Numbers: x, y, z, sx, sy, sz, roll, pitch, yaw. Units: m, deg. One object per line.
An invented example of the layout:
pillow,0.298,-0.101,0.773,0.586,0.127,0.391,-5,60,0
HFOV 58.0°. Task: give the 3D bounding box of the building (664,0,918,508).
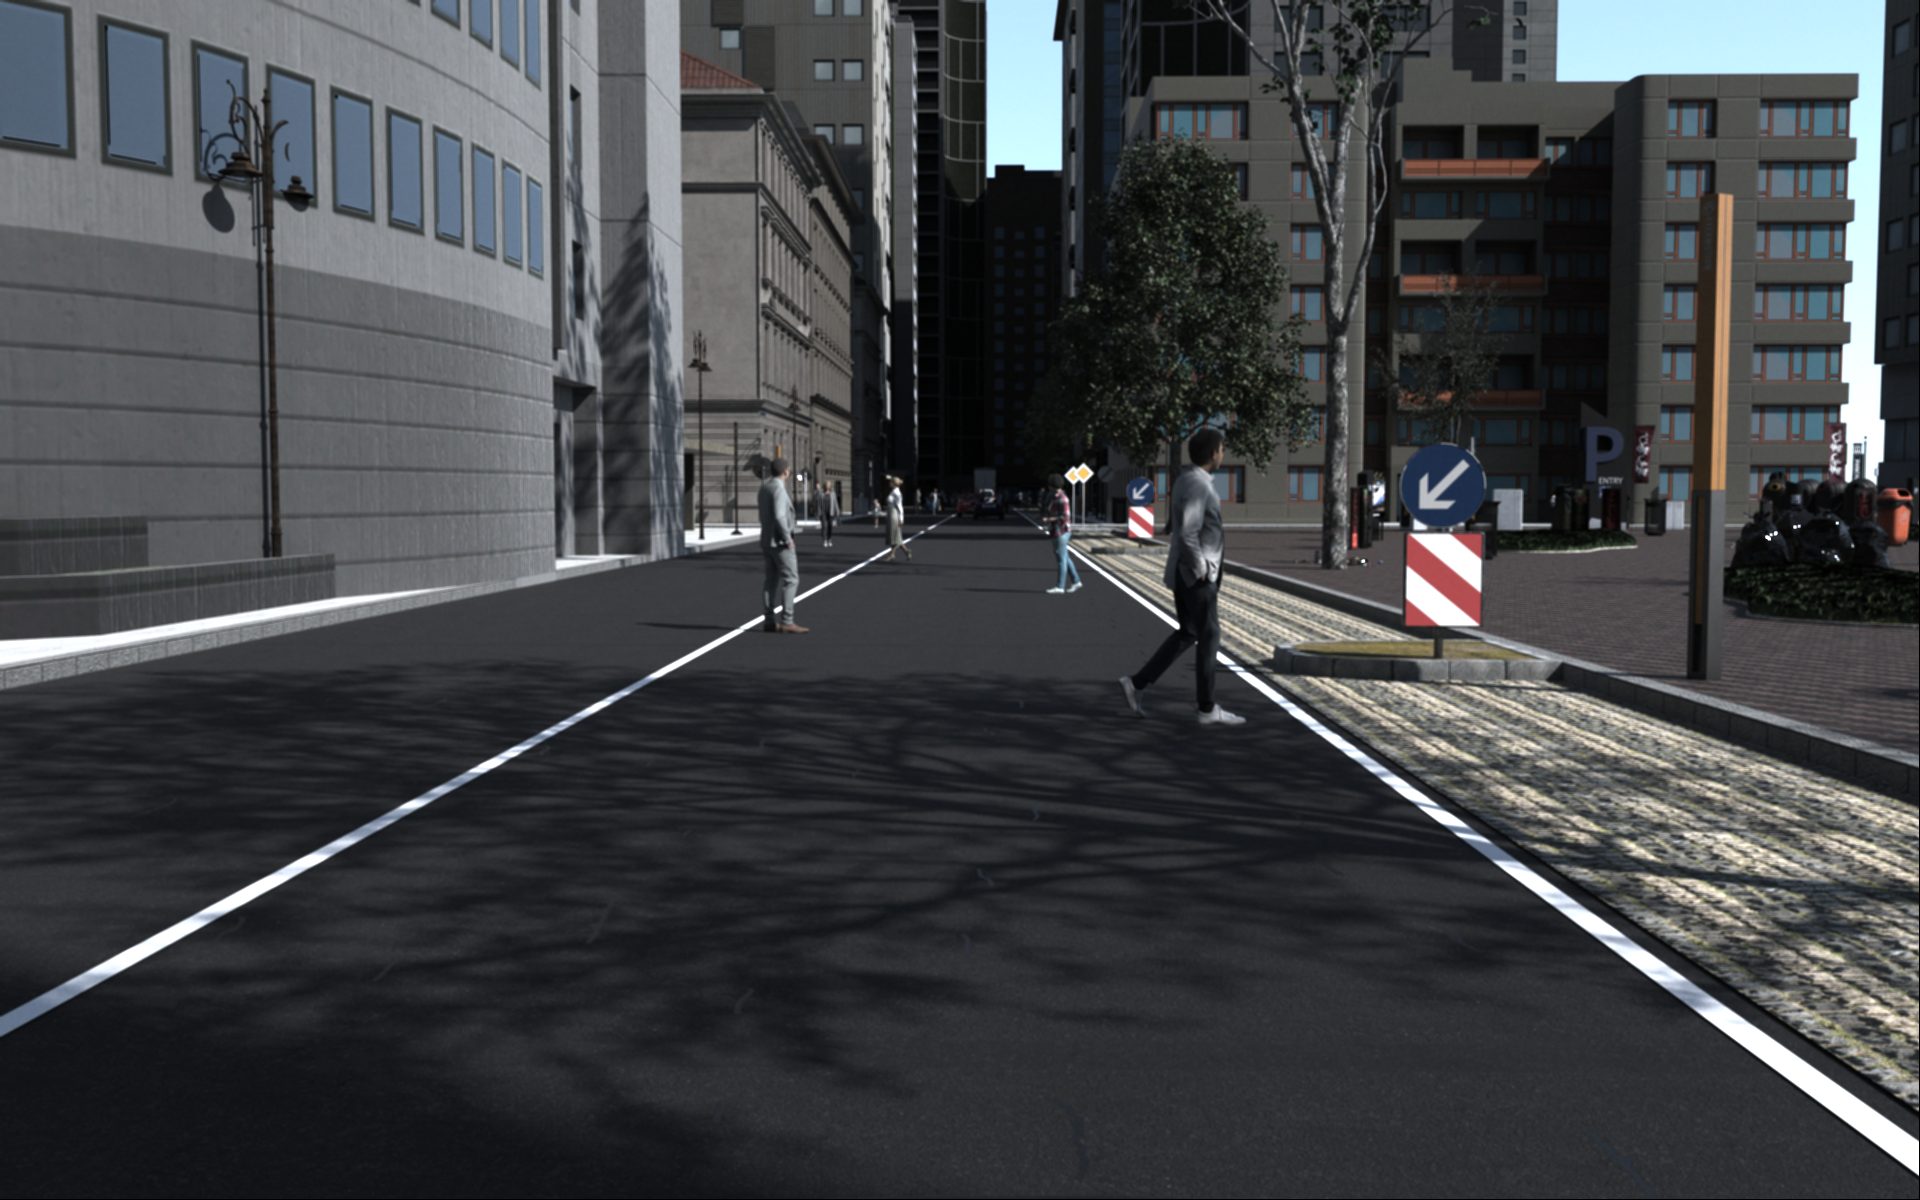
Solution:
building,-19.426,-40.916,210.979,28.212,58.520,21.231,0,4,1

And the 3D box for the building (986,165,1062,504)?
building,10.754,-35.974,238.291,14.200,45.320,14.600,0,4,1

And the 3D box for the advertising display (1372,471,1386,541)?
advertising display,11.395,-2.589,47.550,0.123,1.923,0.974,3,5,41

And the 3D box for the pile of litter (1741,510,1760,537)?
pile of litter,23.491,-2.224,50.331,1.719,0.858,1.176,0,4,2

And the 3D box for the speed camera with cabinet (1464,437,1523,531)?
speed camera with cabinet,18.478,-4.026,60.159,2.038,3.252,0.660,1,4,20

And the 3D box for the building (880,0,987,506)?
building,-6.593,-49.077,240.665,20.611,71.187,20.563,0,4,1

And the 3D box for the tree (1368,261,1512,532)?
tree,15.419,-6.396,54.943,4.360,8.622,3.978,0,3,0

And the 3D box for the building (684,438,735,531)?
building,-22.868,-24.288,51.730,28.867,44.769,22.147,0,4,1

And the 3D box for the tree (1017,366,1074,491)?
tree,8.768,-14.361,152.926,7.486,12.596,7.792,0,3,0

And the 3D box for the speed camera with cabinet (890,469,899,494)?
speed camera with cabinet,-5.244,-8.826,138.648,0.660,3.252,2.038,0,4,2

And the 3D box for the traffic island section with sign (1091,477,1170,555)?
traffic island section with sign,4.169,-2.015,41.576,1.989,1.847,2.006,0,4,1

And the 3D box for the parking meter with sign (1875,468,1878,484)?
parking meter with sign,61.953,-7.290,115.457,0.543,3.016,1.738,-2,4,-33

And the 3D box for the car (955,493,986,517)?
car,0.746,-6.092,108.639,2.155,1.783,4.494,0,4,2

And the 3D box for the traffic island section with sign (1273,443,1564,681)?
traffic island section with sign,3.639,-0.339,14.164,1.989,1.847,2.006,0,4,1

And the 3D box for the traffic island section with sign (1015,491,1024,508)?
traffic island section with sign,6.762,-10.104,173.835,1.989,1.847,2.006,0,4,1

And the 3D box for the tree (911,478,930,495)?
tree,-4.236,-12.796,203.817,1.663,3.219,1.824,0,3,0

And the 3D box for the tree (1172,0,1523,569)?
tree,4.964,-10.568,28.675,12.611,20.169,13.585,0,3,0

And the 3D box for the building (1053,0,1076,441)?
building,24.030,-35.686,172.700,28.713,52.752,27.495,0,4,1

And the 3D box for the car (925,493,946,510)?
car,-2.315,-9.284,161.382,1.945,1.707,3.694,0,4,-1

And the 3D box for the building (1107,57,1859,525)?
building,22.669,-14.708,85.518,28.899,21.520,27.650,0,4,1

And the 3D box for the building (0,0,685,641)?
building,-17.219,-29.547,25.096,21.231,58.520,28.212,0,4,1

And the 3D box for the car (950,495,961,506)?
car,-0.308,-12.592,218.238,2.083,1.381,4.827,0,4,1

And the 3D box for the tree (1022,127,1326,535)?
tree,6.736,-8.413,54.562,9.611,12.733,9.660,0,3,0

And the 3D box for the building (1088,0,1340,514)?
building,19.292,-41.273,113.066,20.563,71.187,20.611,0,4,1

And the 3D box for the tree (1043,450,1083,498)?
tree,7.918,-8.860,128.569,4.285,4.588,4.351,0,3,0

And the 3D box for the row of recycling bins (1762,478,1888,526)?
row of recycling bins,23.009,-2.404,46.411,1.069,1.692,3.534,-1,4,-21

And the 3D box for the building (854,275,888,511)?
building,-11.389,-16.486,134.181,10.561,19.102,19.286,0,4,1

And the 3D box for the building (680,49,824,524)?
building,-13.378,-15.149,83.844,11.583,22.565,21.152,0,4,1

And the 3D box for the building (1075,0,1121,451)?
building,16.466,-29.918,139.273,14.600,45.320,14.200,0,4,1

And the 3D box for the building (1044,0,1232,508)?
building,20.856,-47.225,210.372,20.563,71.187,20.611,0,4,1

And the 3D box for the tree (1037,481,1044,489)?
tree,11.079,-14.044,224.219,1.663,3.219,1.824,0,3,0

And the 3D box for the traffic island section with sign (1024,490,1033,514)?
traffic island section with sign,5.779,-7.097,124.657,1.989,1.847,2.006,0,4,1

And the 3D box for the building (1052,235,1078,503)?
building,17.276,-25.850,194.354,14.160,30.474,14.107,0,4,1

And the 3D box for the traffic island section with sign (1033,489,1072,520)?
traffic island section with sign,5.249,-5.386,96.694,1.989,1.847,2.006,0,4,1

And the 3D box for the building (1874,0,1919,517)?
building,64.741,-30.261,84.002,27.495,52.752,28.713,0,4,1

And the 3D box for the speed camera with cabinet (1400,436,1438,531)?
speed camera with cabinet,15.954,-4.011,59.912,0.660,3.252,2.038,-1,4,-13

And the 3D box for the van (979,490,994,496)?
van,2.471,-9.587,163.761,2.013,2.044,4.112,0,4,1

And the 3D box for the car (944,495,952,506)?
car,-1.912,-11.552,201.457,1.945,1.354,3.894,0,4,2

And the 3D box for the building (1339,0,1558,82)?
building,58.278,-47.158,209.277,20.611,71.187,20.563,0,4,1

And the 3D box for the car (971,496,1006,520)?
car,1.590,-5.149,96.764,1.945,1.354,3.894,0,4,0

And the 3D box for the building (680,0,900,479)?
building,-20.541,-34.971,161.022,28.713,52.752,27.495,0,4,1

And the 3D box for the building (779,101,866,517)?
building,-15.036,-16.890,109.428,16.112,22.955,30.059,0,4,1
